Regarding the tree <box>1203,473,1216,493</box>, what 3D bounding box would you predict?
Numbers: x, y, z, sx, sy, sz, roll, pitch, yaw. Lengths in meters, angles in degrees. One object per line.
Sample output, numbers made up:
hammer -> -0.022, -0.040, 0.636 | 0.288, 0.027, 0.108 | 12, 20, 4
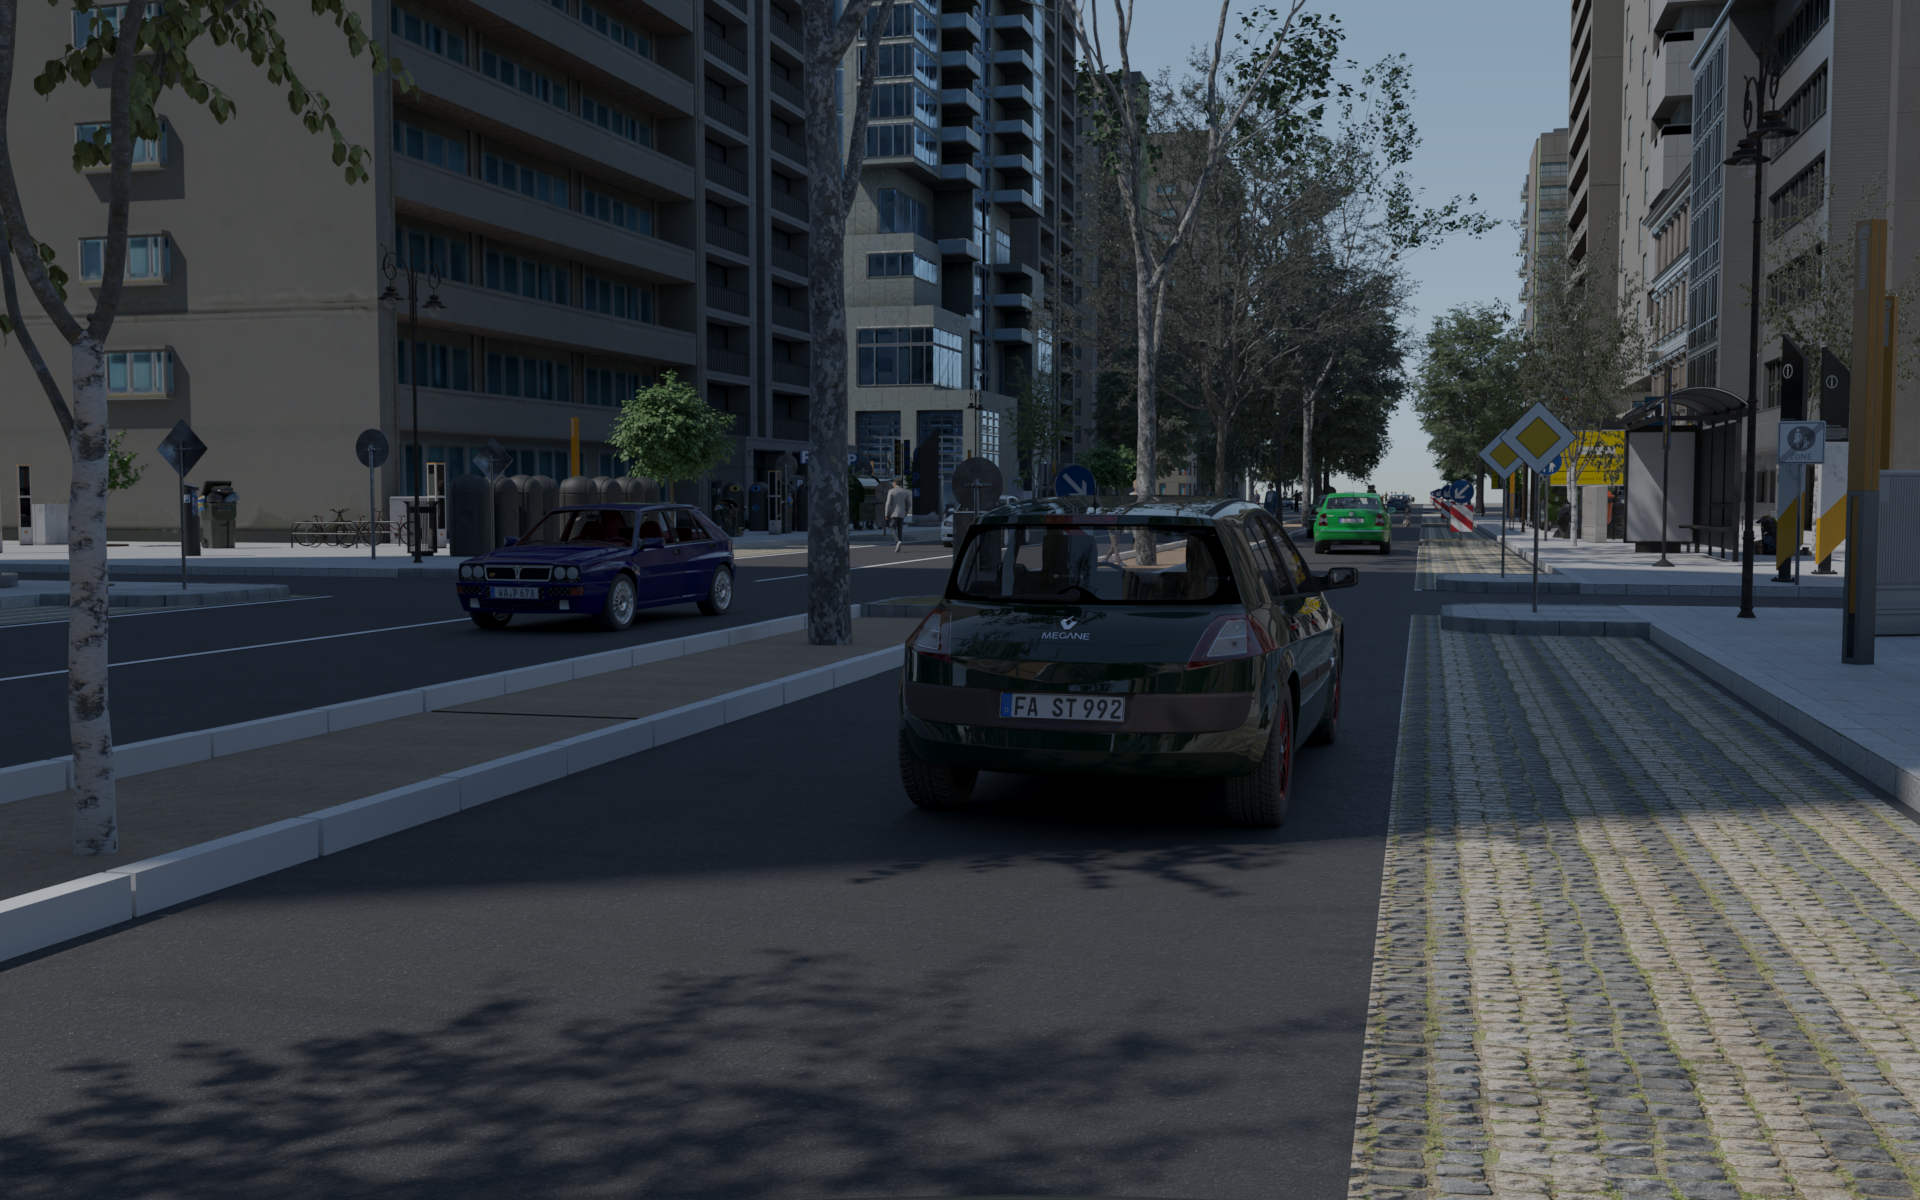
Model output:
tree -> 22.853, -9.928, 156.917 | 1.663, 3.219, 1.824 | 0, 3, 0

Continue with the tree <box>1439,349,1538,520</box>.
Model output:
tree -> 27.197, -8.349, 86.875 | 4.737, 8.622, 4.395 | 0, 3, 0

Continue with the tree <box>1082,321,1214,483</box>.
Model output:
tree -> 13.061, -13.065, 120.266 | 9.857, 13.997, 8.962 | 0, 3, 0

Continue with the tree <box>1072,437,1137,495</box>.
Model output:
tree -> 8.145, -7.140, 100.450 | 4.285, 4.588, 4.351 | 0, 3, 0

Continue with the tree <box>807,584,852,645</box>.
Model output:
tree -> -0.288, -9.565, 14.742 | 12.611, 20.169, 13.585 | 0, 3, 0

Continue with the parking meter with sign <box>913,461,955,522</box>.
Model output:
parking meter with sign -> -1.059, -4.669, 72.595 | 1.738, 3.016, 0.543 | 1, 4, 14

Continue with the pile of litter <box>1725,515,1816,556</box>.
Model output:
pile of litter -> 17.146, -1.384, 36.598 | 1.176, 0.858, 1.719 | -3, 5, -40

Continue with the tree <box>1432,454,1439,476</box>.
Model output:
tree -> 42.479, -11.812, 143.493 | 4.737, 8.622, 4.395 | 0, 3, 0

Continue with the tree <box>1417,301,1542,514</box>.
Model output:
tree -> 34.240, -12.650, 113.487 | 9.857, 13.997, 8.962 | 0, 3, 0

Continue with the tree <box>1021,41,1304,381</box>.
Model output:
tree -> 6.983, -8.161, 46.255 | 12.009, 13.543, 11.850 | 0, 3, 0

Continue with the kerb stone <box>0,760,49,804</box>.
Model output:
kerb stone -> -4.487, 0.877, 7.862 | 0.120, 0.150, 1.000 | 1, 4, 15

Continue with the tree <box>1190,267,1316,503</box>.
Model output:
tree -> 9.223, -6.211, 54.366 | 4.360, 8.622, 3.978 | 0, 3, 0

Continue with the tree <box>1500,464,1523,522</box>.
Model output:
tree -> 25.740, -5.254, 80.509 | 1.663, 3.219, 1.824 | 0, 3, 0

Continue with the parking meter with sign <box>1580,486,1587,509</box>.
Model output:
parking meter with sign -> 28.081, -5.029, 78.483 | 1.738, 3.016, 0.543 | -2, 4, -26

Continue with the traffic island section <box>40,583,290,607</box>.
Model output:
traffic island section -> -10.441, -0.061, 23.275 | 2.009, 0.180, 2.903 | 1, 4, 15

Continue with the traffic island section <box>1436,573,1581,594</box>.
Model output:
traffic island section -> 8.330, -0.259, 26.517 | 2.009, 0.180, 2.903 | 1, 4, 15

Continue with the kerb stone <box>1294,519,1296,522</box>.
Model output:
kerb stone -> 16.388, -3.879, 85.634 | 0.120, 0.150, 1.000 | 1, 4, 15

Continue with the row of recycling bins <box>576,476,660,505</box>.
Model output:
row of recycling bins -> -8.118, -2.047, 40.579 | 1.069, 1.692, 3.534 | 1, 4, 21

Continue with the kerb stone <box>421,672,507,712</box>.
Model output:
kerb stone -> -3.421, 0.634, 11.827 | 0.120, 0.150, 1.000 | 1, 4, 15

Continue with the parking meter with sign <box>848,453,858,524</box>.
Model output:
parking meter with sign -> -4.609, -4.813, 74.951 | 0.543, 3.016, 1.738 | 0, 4, 2

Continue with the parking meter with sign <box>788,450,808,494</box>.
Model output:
parking meter with sign -> -6.535, -4.468, 69.316 | 0.543, 3.016, 1.738 | -2, 4, -32

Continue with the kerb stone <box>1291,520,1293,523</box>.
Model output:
kerb stone -> 15.853, -3.757, 83.649 | 0.120, 0.150, 1.000 | 1, 4, 15

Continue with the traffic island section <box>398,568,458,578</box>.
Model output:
traffic island section -> -8.371, -0.533, 30.988 | 2.009, 0.180, 2.903 | 1, 4, 15

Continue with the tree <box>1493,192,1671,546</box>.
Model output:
tree -> 15.027, -5.611, 42.096 | 4.360, 8.622, 3.978 | 0, 3, 0

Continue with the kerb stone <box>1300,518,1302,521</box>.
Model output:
kerb stone -> 17.447, -4.122, 89.597 | 0.120, 0.150, 1.000 | 1, 4, 15

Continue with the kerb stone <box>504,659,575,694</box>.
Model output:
kerb stone -> -3.159, 0.574, 12.815 | 0.120, 0.150, 1.000 | 1, 4, 15

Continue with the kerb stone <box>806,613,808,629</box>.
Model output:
kerb stone -> -1.550, 0.210, 18.757 | 0.120, 0.150, 1.000 | 1, 4, 15

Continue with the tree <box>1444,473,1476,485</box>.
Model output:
tree -> 47.559, -11.072, 164.733 | 4.285, 4.588, 4.351 | 0, 3, 0

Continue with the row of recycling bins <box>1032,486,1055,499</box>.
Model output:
row of recycling bins -> 4.559, -5.126, 90.918 | 1.069, 1.692, 3.534 | -1, 4, -13

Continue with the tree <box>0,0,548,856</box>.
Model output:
tree -> -3.415, -3.305, 6.864 | 4.737, 8.622, 4.395 | 0, 3, 0

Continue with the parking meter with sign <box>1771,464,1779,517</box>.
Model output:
parking meter with sign -> 21.101, -2.924, 44.061 | 0.543, 3.016, 1.738 | 0, 4, 7

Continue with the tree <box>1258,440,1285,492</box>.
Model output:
tree -> 37.946, -16.036, 212.550 | 4.737, 8.622, 4.395 | 0, 3, 0

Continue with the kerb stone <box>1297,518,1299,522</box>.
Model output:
kerb stone -> 16.918, -4.001, 87.612 | 0.120, 0.150, 1.000 | 1, 4, 15

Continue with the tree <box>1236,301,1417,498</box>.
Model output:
tree -> 20.371, -10.799, 96.021 | 9.611, 12.733, 9.660 | 0, 3, 0

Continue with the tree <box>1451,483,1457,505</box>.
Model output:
tree -> 59.563, -13.127, 209.228 | 1.663, 3.219, 1.824 | 0, 3, 0

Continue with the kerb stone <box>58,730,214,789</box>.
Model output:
kerb stone -> -4.217, 0.816, 8.848 | 0.120, 0.150, 1.000 | 1, 4, 15

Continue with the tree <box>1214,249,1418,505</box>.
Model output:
tree -> 17.820, -10.802, 85.721 | 9.857, 13.997, 8.962 | 0, 3, 0

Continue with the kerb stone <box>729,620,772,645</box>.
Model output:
kerb stone -> -2.088, 0.334, 16.777 | 0.120, 0.150, 1.000 | 1, 4, 15

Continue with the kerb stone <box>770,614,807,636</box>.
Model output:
kerb stone -> -1.828, 0.271, 17.765 | 0.120, 0.150, 1.000 | 1, 4, 15

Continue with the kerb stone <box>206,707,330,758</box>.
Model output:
kerb stone -> -3.955, 0.760, 9.843 | 0.120, 0.150, 1.000 | 1, 4, 15

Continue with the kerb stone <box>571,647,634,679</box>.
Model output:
kerb stone -> -2.896, 0.513, 13.806 | 0.120, 0.150, 1.000 | 1, 4, 15

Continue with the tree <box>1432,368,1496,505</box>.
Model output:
tree -> 45.886, -14.452, 154.422 | 7.486, 12.596, 7.792 | 0, 3, 0

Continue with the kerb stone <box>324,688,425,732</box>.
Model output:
kerb stone -> -3.692, 0.697, 10.831 | 0.120, 0.150, 1.000 | 1, 4, 15

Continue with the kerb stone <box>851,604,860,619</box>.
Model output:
kerb stone -> -1.300, 0.156, 19.749 | 0.120, 0.150, 1.000 | 1, 4, 15

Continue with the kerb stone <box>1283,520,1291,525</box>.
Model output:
kerb stone -> 15.592, -3.698, 82.661 | 0.120, 0.150, 1.000 | 1, 4, 15

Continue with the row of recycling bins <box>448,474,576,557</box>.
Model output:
row of recycling bins -> -9.637, -1.826, 36.971 | 1.069, 1.692, 3.534 | 1, 4, 18

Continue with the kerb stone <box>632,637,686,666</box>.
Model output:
kerb stone -> -2.626, 0.453, 14.797 | 0.120, 0.150, 1.000 | 1, 4, 15

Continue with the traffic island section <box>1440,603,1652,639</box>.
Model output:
traffic island section -> 6.260, 0.213, 18.804 | 2.009, 0.180, 2.903 | 1, 4, 15

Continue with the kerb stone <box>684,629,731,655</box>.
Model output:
kerb stone -> -2.361, 0.395, 15.788 | 0.120, 0.150, 1.000 | 1, 4, 15

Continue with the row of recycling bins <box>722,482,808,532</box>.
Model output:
row of recycling bins -> -6.551, -3.223, 59.814 | 3.534, 1.692, 1.069 | 1, 4, 14
